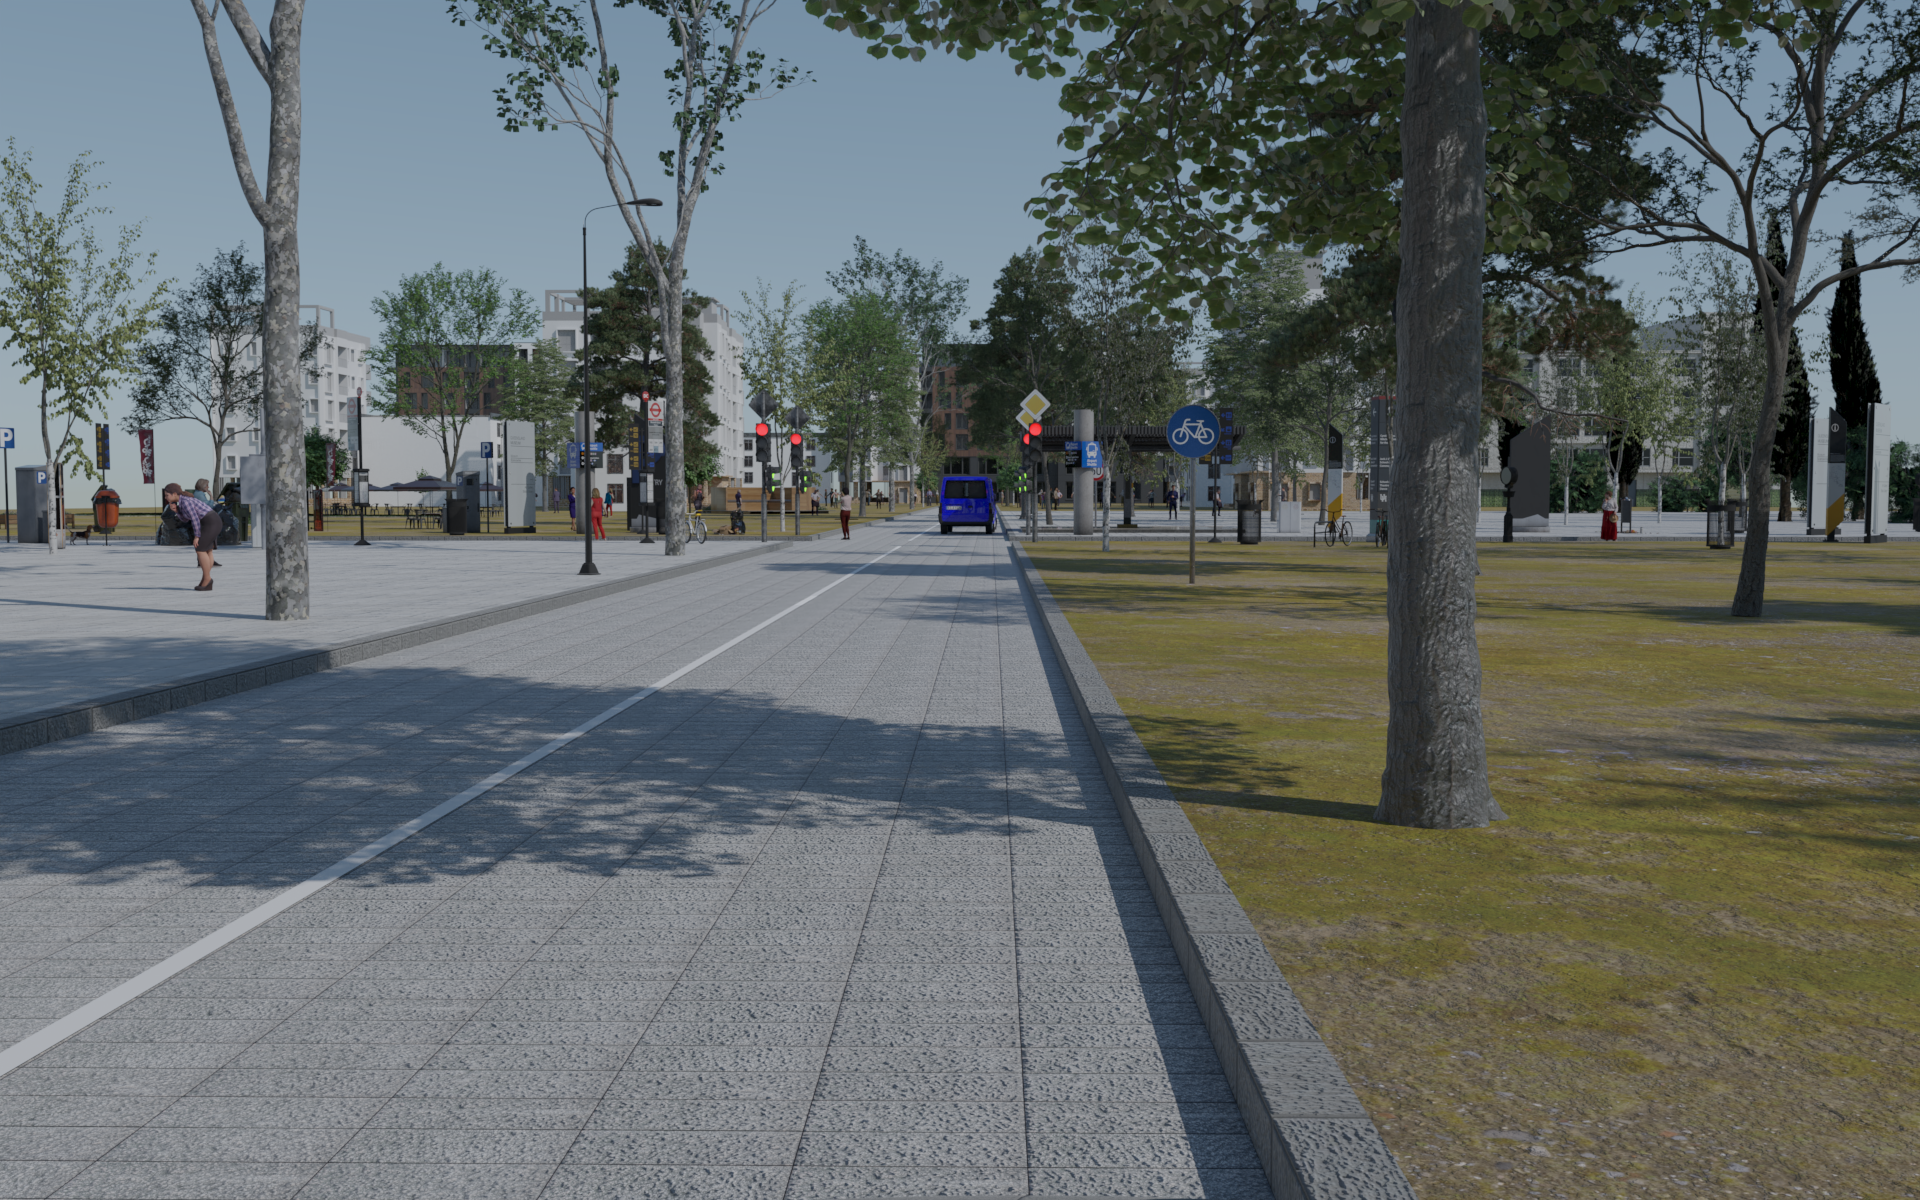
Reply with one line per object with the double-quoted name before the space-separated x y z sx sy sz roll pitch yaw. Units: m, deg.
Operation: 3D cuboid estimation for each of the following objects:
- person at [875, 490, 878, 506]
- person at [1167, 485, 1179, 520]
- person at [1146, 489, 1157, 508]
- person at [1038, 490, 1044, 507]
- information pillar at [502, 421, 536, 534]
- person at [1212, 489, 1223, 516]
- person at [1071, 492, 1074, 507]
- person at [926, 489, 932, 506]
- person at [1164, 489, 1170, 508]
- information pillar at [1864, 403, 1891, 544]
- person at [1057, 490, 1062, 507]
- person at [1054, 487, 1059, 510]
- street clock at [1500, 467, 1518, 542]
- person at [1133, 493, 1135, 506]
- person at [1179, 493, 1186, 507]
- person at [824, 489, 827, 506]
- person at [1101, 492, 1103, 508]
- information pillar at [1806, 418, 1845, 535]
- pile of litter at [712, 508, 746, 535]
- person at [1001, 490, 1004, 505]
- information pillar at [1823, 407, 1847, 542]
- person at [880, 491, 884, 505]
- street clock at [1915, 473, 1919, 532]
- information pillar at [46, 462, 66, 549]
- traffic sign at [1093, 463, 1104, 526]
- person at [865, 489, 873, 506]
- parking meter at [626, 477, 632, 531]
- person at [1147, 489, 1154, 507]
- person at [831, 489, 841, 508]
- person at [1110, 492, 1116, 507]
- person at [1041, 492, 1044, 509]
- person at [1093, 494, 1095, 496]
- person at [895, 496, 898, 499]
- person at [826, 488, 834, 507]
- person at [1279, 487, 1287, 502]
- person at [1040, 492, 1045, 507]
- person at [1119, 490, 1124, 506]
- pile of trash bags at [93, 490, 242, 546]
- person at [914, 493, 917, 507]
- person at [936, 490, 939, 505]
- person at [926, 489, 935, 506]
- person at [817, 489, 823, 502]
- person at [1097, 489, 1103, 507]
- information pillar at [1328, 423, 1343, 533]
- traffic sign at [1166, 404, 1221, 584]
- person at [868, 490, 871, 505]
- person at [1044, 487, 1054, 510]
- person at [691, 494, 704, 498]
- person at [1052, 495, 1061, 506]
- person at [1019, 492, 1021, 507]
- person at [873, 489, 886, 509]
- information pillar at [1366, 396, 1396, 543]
"person" -8.921 -11.079 188.107 0.541 1.710 0.530 1 4 22
"person" 10.652 -4.892 86.731 0.576 1.737 0.504 0 4 3
"person" 17.749 -9.392 160.389 0.721 1.735 1.217 -3 5 -44
"person" 8.333 -10.417 177.097 1.217 1.736 0.721 0 4 -4
"information pillar" -14.304 -3.971 56.236 0.184 3.620 1.656 1 4 18
"person" 14.867 -5.617 100.087 0.590 1.554 0.614 2 4 29
"person" 11.719 -10.422 176.441 0.705 1.824 1.348 3 5 42
"person" -3.363 -10.998 185.724 0.709 1.838 0.599 1 4 22
"person" 19.078 -9.264 158.062 0.990 1.755 0.434 1 4 19
"information pillar" 24.047 -3.307 45.385 0.184 3.620 1.656 3 5 41
"person" 9.927 -10.289 175.208 0.756 1.711 0.436 2 4 30
"person" 7.591 -7.983 136.573 0.705 1.823 1.348 1 4 15
"street clock" 14.558 -2.532 45.961 0.358 2.002 0.471 -1 4 -19
"person" 18.710 -11.079 188.116 0.756 1.711 0.436 3 5 44
"person" 21.877 -9.850 170.315 0.697 1.427 0.421 -1 4 -14
"person" -13.934 -10.609 179.640 0.705 1.807 1.348 0 4 -6
"person" 13.325 -9.370 160.159 0.541 1.710 0.530 2 4 24
"information pillar" 27.077 -3.845 54.181 1.656 3.620 0.184 -2 4 -33
"pile of litter" -7.322 -2.504 54.906 1.176 0.858 1.719 1 4 12
"person" 4.790 -11.589 195.526 0.705 1.824 1.348 0 4 -6
"information pillar" 23.519 -3.374 46.522 0.504 3.616 0.183 -1 4 -8
"person" -9.203 -12.078 204.981 0.593 1.643 0.415 0 4 7
"street clock" 32.339 -3.280 58.190 0.471 2.002 0.358 -1 4 -12
"information pillar" -21.039 -2.191 40.309 0.304 2.012 0.304 -1 4 -15
"traffic sign" 5.190 -4.043 66.203 0.768 2.556 0.104 0 4 5
"person" -10.000 -11.037 186.511 1.348 1.823 0.705 2 4 24
"parking meter" -11.410 -3.345 60.394 0.255 1.863 0.399 2 4 30
"person" 19.213 -10.246 174.093 0.617 1.759 0.750 2 4 27
"person" -11.128 -9.128 155.999 1.217 1.736 0.721 -3 5 -40
"person" 14.945 -10.239 173.469 1.348 1.821 0.705 1 4 20
"person" 7.068 -8.430 147.091 0.599 1.433 0.991 1 4 9
"person" 15.006 -11.761 198.413 1.350 1.814 0.705 -2 4 -28
"person" -6.548 -9.970 172.270 0.991 1.433 0.599 -3 5 -42
"person" -12.349 -9.848 166.681 1.348 1.869 0.705 3 4 37
"person" 21.926 -6.825 118.156 0.750 1.759 0.617 1 4 18
"person" 8.289 -9.818 167.279 1.217 1.736 0.721 1 4 16
"person" 17.446 -10.890 184.829 1.217 1.736 0.721 3 5 45
"pile of trash bags" -19.838 -2.061 43.446 3.447 1.369 1.912 -1 4 -16
"person" -4.393 -9.858 170.406 0.628 1.438 0.799 -1 4 -20
"person" -2.609 -12.110 204.774 0.721 1.736 1.217 1 4 8
"person" -3.308 -11.277 190.387 1.348 1.831 0.705 -3 5 -40
"person" -15.902 -11.512 194.270 0.705 1.824 1.348 3 5 44
"person" 13.473 -9.712 165.556 1.217 1.735 0.721 -2 4 -23
"information pillar" 12.341 -4.014 56.982 0.504 3.616 0.183 2 4 34
"traffic sign" 3.321 -1.504 24.704 0.768 2.556 0.104 1 4 10
"person" -10.414 -11.785 198.807 0.705 1.814 1.350 -1 4 -16
"person" 7.393 -8.280 141.440 1.348 1.821 0.705 3 4 38
"person" -21.987 -8.480 145.374 1.217 1.739 0.721 0 4 4
"person" 10.417 -11.061 187.713 1.217 1.723 0.721 1 4 13
"person" 5.923 -9.792 166.945 0.445 1.727 0.742 -3 5 -42
"person" -6.929 -8.641 148.047 1.217 1.735 0.721 -1 4 -9
"information pillar" 11.308 -3.465 46.026 0.750 3.857 0.750 0 4 -6
